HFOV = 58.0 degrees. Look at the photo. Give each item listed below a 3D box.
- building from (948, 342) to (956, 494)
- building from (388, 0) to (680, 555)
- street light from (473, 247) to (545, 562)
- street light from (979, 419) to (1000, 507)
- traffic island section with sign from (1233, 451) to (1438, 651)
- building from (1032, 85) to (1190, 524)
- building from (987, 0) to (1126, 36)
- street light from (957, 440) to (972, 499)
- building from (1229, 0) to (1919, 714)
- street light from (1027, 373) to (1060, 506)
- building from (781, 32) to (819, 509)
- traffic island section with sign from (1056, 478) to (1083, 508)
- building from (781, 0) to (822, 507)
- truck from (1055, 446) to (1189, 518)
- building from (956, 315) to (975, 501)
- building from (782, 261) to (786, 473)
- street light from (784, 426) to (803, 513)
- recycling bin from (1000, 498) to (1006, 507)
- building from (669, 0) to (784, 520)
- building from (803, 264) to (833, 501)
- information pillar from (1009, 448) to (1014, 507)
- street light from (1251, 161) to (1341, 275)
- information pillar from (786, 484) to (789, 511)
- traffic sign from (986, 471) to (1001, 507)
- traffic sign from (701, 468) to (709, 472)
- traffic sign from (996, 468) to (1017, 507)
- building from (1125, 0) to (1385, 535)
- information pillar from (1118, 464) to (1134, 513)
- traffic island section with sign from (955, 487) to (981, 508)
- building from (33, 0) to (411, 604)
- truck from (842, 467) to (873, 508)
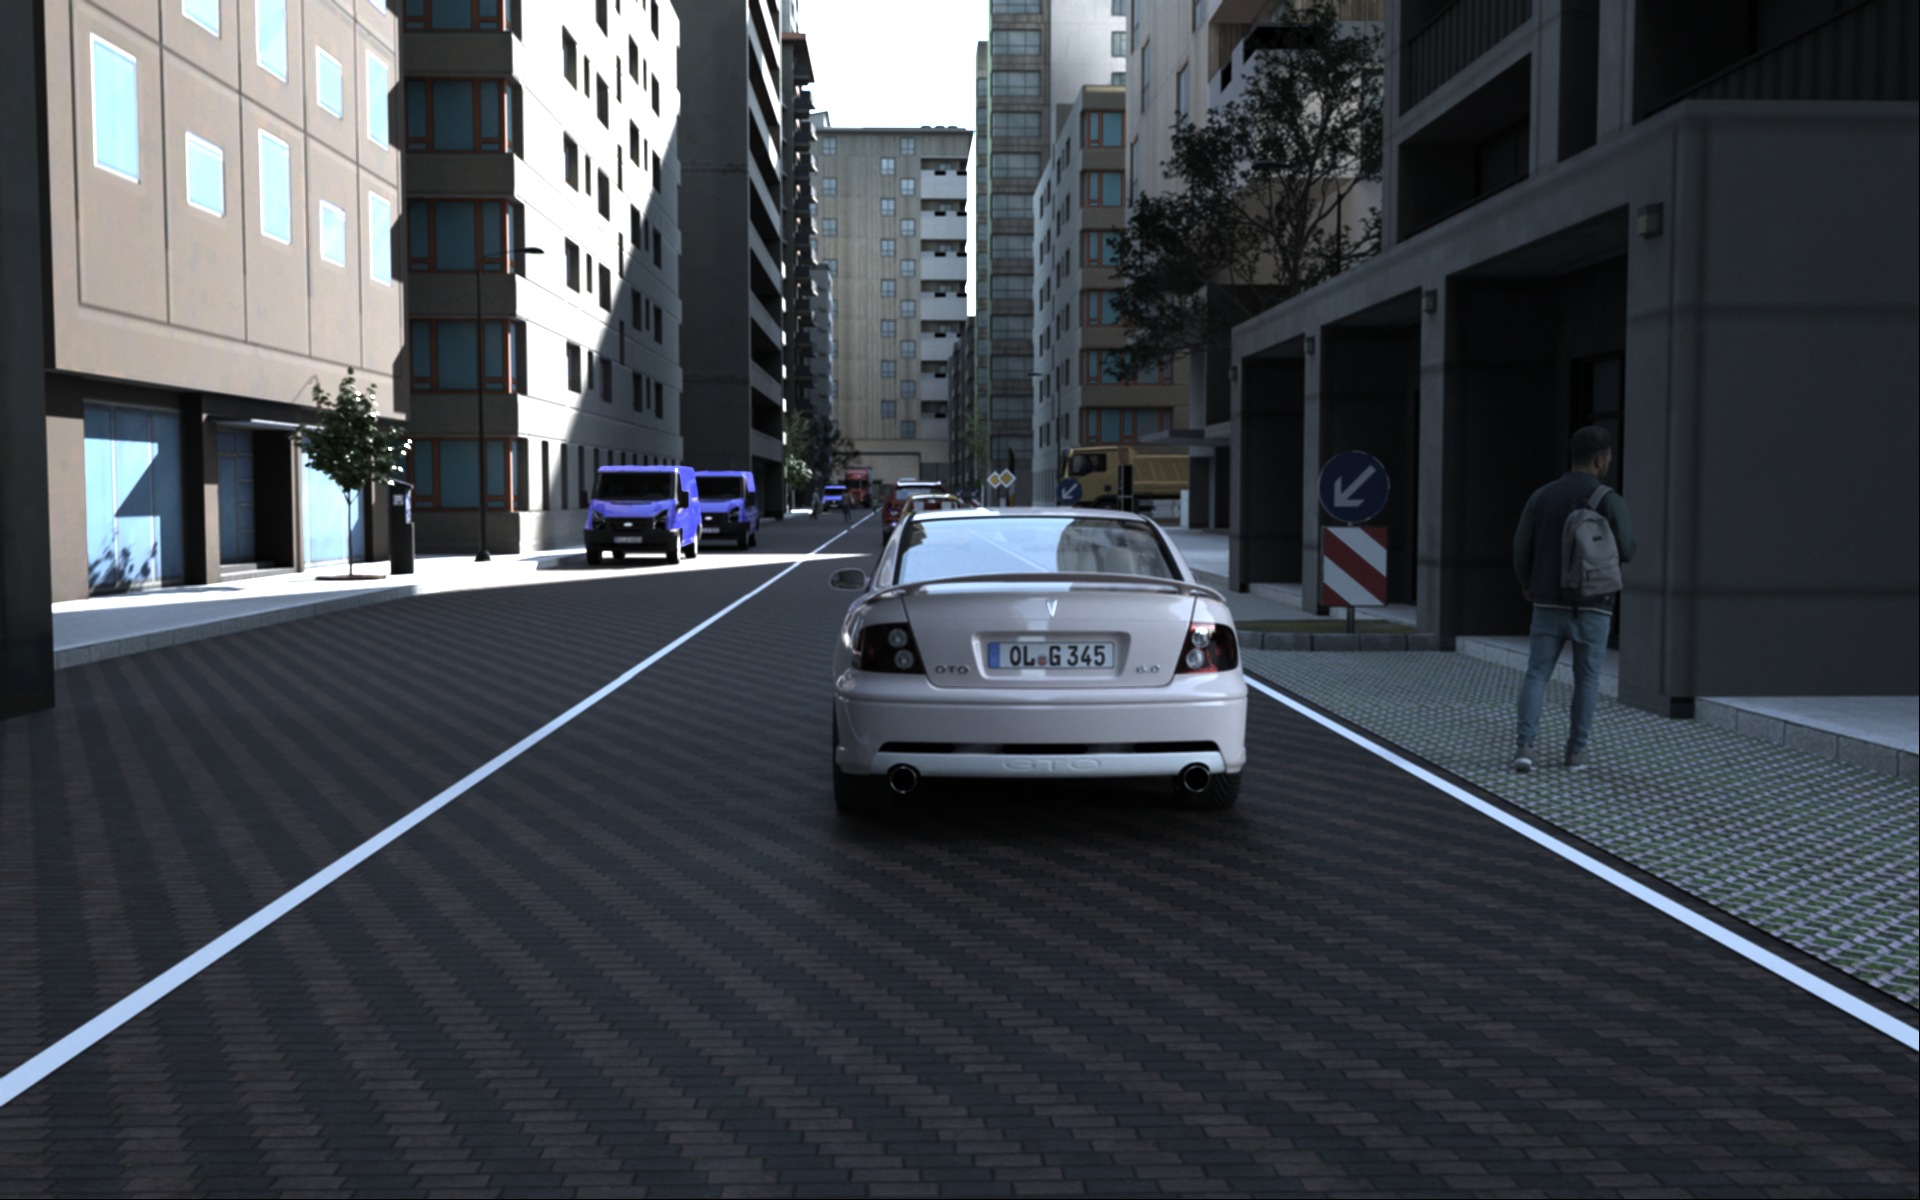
[{"bbox_3d":[12.684,-22.437,211.892,27.650,21.520,28.899,0,4,-2],"label":"building"},{"bbox_3d":[-24.231,-12.497,49.371,28.899,21.520,27.650,0,4,-2],"label":"building"},{"bbox_3d":[-8.510,-3.680,32.709,1.470,5.913,1.316,0,4,-2],"label":"street light"},{"bbox_3d":[1.861,-8.241,107.279,1.470,5.913,1.316,0,4,-2],"label":"street light"},{"bbox_3d":[3.471,-0.489,16.619,1.989,1.847,2.006,0,4,-2],"label":"traffic island section with sign"},{"bbox_3d":[19.140,-14.845,87.748,28.899,21.520,27.650,0,4,-2],"label":"building"},{"bbox_3d":[8.748,-26.421,115.578,14.154,41.232,14.086,0,4,-2],"label":"building"},{"bbox_3d":[0.408,-10.805,149.205,1.470,5.913,1.316,0,4,-2],"label":"street light"},{"bbox_3d":[14.536,-35.192,13.639,20.563,71.187,20.611,0,4,-2],"label":"building"},{"bbox_3d":[3.253,-5.740,66.383,1.470,5.913,1.316,0,4,-2],"label":"street light"},{"bbox_3d":[-24.800,-31.068,162.580,22.147,44.769,28.867,0,4,-2],"label":"building"},{"bbox_3d":[2.572,-2.136,43.559,1.989,1.847,2.006,0,4,-2],"label":"traffic island section with sign"},{"bbox_3d":[-25.482,-45.763,186.471,20.563,71.187,20.611,0,4,-2],"label":"building"},{"bbox_3d":[7.958,-4.574,70.711,9.791,3.379,3.469,0,4,-3],"label":"truck"},{"bbox_3d":[14.143,-20.641,182.516,27.650,21.520,28.899,0,4,-2],"label":"building"},{"bbox_3d":[-26.580,-16.610,116.607,27.650,21.520,28.899,0,4,-2],"label":"building"},{"bbox_3d":[-11.327,-8.870,117.573,1.470,5.913,1.316,0,4,-2],"label":"street light"},{"bbox_3d":[2.760,-5.889,108.844,0.722,1.027,0.722,0,4,-7],"label":"recycling bin"},{"bbox_3d":[-19.970,-28.079,82.796,21.300,48.544,21.600,0,4,-2],"label":"building"},{"bbox_3d":[-23.047,-27.281,217.751,14.107,30.474,14.160,0,4,-2],"label":"building"},{"bbox_3d":[2.583,-5.846,86.929,0.183,3.616,0.504,-1,4,-21],"label":"information pillar"},{"bbox_3d":[4.757,-3.168,24.331,1.470,5.913,1.316,0,4,-2],"label":"street light"},{"bbox_3d":[-12.849,-7.596,128.684,0.304,2.012,0.304,-3,5,-45],"label":"information pillar"},{"bbox_3d":[1.513,-4.330,74.431,0.795,2.450,0.064,0,4,-2],"label":"traffic sign"},{"bbox_3d":[-9.709,-3.819,66.088,0.795,2.450,0.064,0,4,-2],"label":"traffic sign"},{"bbox_3d":[1.779,-3.841,66.450,0.795,2.450,0.064,0,4,-2],"label":"traffic sign"},{"bbox_3d":[19.888,-28.204,50.371,28.713,52.752,27.495,0,4,-2],"label":"building"},{"bbox_3d":[4.066,-2.328,42.557,0.304,2.012,0.304,-1,4,-15],"label":"information pillar"},{"bbox_3d":[0.717,-5.533,99.094,1.989,1.847,2.006,0,4,-2],"label":"traffic island section with sign"},{"bbox_3d":[-17.378,-22.945,25.257,14.600,45.320,14.200,0,4,-2],"label":"building"},{"bbox_3d":[-10.540,-11.688,180.005,2.839,4.237,11.283,0,4,-1],"label":"truck"}]
